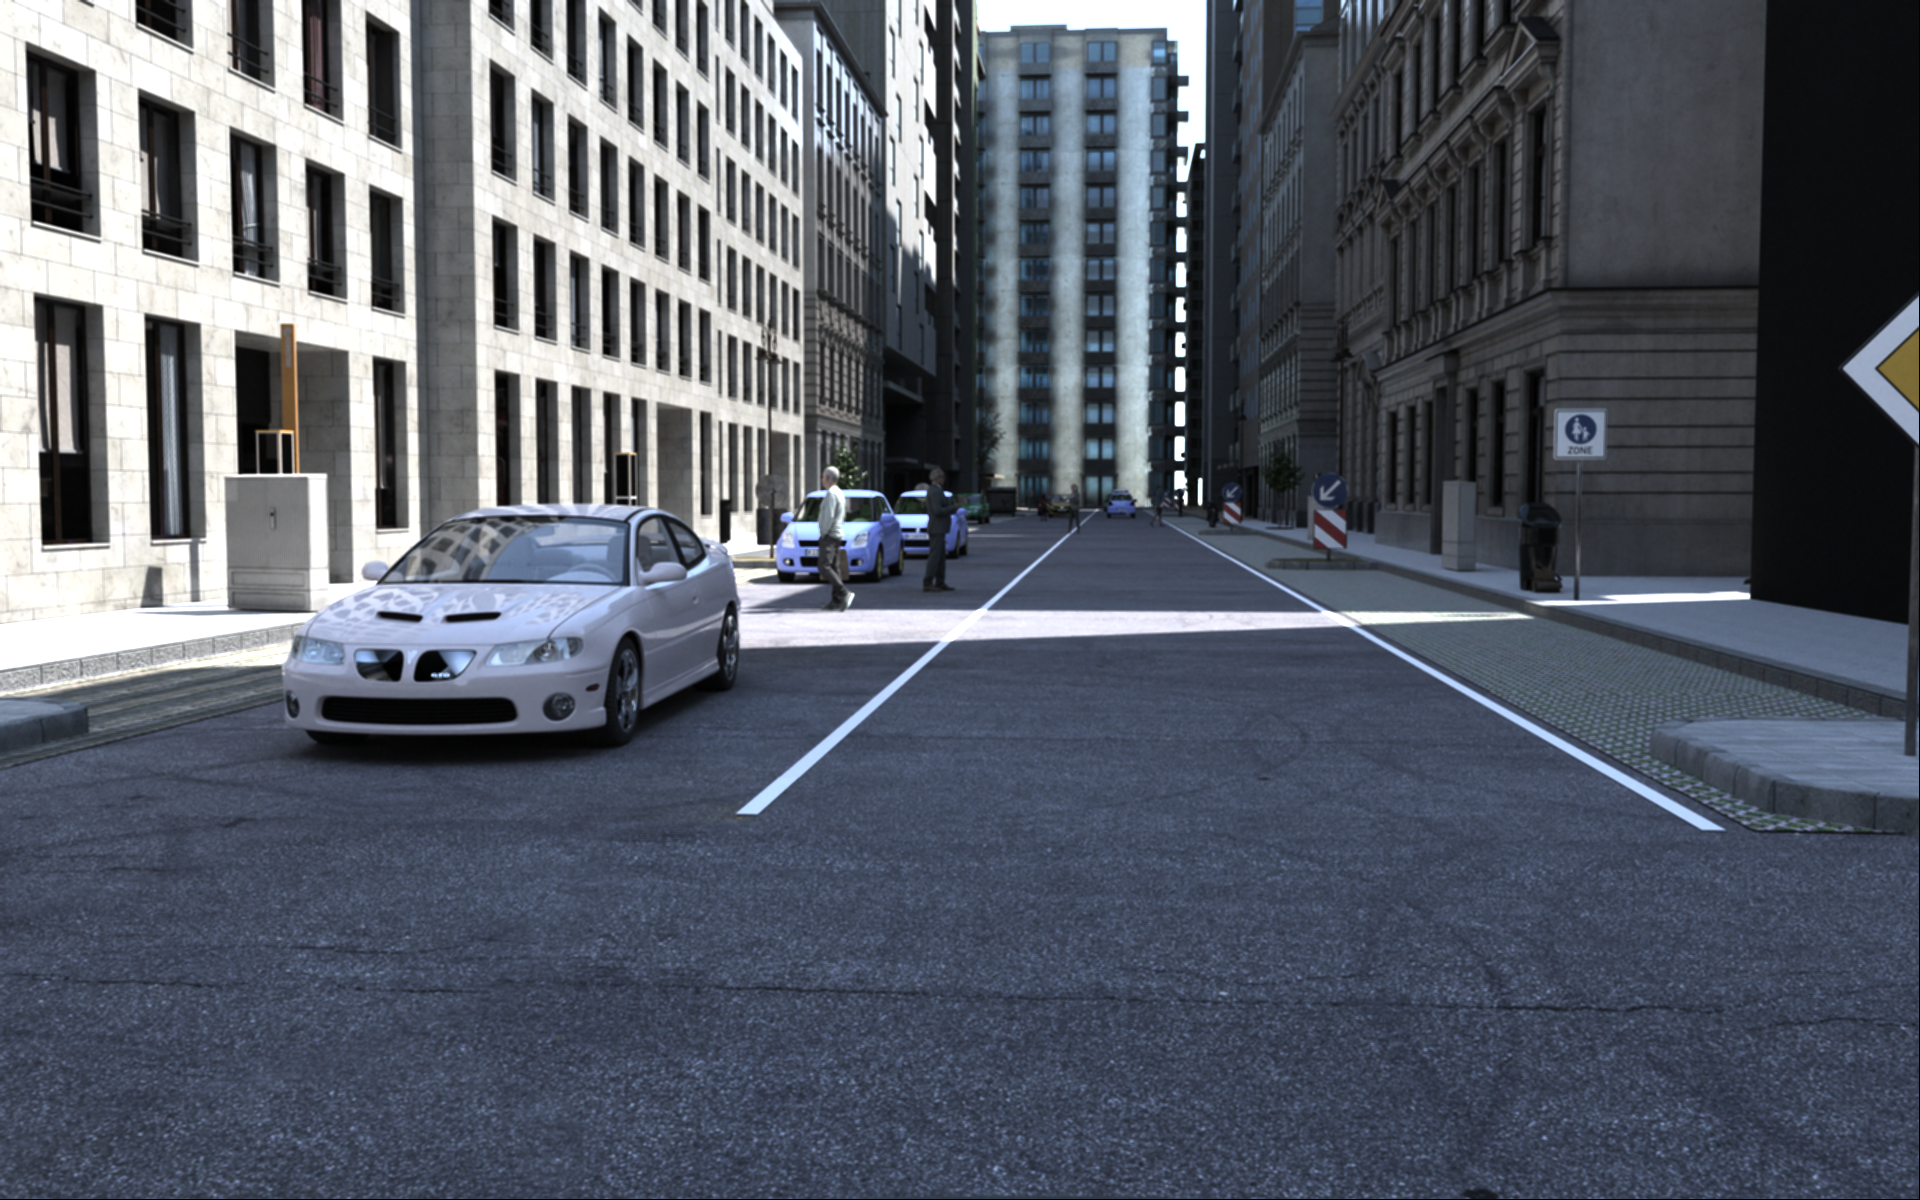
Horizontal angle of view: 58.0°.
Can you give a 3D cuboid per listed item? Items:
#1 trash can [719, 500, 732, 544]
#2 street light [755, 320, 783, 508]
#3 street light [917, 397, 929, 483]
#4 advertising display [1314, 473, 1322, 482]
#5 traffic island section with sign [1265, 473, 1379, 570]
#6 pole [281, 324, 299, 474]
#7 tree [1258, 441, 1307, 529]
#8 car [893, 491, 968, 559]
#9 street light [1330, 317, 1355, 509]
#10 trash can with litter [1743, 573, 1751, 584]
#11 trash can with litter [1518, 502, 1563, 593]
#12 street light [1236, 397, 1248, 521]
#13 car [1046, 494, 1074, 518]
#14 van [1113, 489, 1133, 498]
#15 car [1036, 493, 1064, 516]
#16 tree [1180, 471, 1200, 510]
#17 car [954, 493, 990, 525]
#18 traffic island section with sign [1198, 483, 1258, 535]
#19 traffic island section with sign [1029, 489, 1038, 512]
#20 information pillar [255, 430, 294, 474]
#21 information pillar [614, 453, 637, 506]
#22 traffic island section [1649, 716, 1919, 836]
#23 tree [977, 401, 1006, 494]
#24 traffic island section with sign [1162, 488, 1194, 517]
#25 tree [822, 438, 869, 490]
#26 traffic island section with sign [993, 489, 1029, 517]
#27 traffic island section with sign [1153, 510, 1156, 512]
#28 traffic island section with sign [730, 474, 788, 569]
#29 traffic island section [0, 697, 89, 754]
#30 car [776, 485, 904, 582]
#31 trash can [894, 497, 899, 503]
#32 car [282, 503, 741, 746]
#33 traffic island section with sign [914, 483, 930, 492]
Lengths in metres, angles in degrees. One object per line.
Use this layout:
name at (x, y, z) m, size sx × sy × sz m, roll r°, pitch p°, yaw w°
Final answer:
trash can at (-6.276, -2.044, 45.072) m, size 0.748 × 1.137 × 0.748 m, roll 0°, pitch 3°, yaw 0°
street light at (-5.060, -4.483, 46.079) m, size 0.468 × 5.910 × 1.993 m, roll 0°, pitch 4°, yaw 5°
street light at (-1.742, -6.695, 82.258) m, size 0.468 × 5.910 × 1.993 m, roll 0°, pitch 4°, yaw 5°
advertising display at (11.205, -3.003, 54.315) m, size 0.123 × 1.923 × 0.974 m, roll 0°, pitch 4°, yaw 4°
traffic island section with sign at (6.923, -1.514, 33.384) m, size 1.989 × 1.847 × 2.006 m, roll 0°, pitch 4°, yaw 5°
pole at (-8.061, -1.654, 20.881) m, size 0.158 × 3.312 × 0.155 m, roll 0°, pitch 3°, yaw 0°
tree at (11.902, -4.223, 63.652) m, size 1.663 × 3.219 × 1.824 m, roll 0°, pitch 3°, yaw 0°
car at (-0.768, -1.830, 39.506) m, size 1.945 × 1.707 × 3.694 m, roll 0°, pitch 4°, yaw 5°
street light at (10.009, -4.446, 45.474) m, size 0.468 × 5.910 × 1.993 m, roll 0°, pitch 4°, yaw 5°
trash can with litter at (10.908, -0.707, 22.948) m, size 0.624 × 1.170 × 1.055 m, roll -2°, pitch 4°, yaw -29°
trash can with litter at (7.753, -0.704, 22.898) m, size 0.624 × 1.170 × 1.055 m, roll 0°, pitch 4°, yaw 4°
street light at (13.455, -6.723, 82.710) m, size 0.468 × 5.910 × 1.993 m, roll 0°, pitch 4°, yaw 5°
car at (6.318, -5.898, 106.653) m, size 2.015 × 1.641 × 3.980 m, roll 0°, pitch 4°, yaw 4°
van at (14.249, -8.944, 153.250) m, size 2.013 × 2.044 × 4.112 m, roll 0°, pitch 4°, yaw 7°
car at (6.178, -6.570, 116.465) m, size 2.155 × 1.783 × 4.494 m, roll 0°, pitch 4°, yaw 5°
tree at (19.014, -9.117, 143.661) m, size 1.663 × 3.219 × 1.824 m, roll 0°, pitch 3°, yaw 0°
car at (0.399, -4.505, 82.448) m, size 1.959 × 1.807 × 4.718 m, roll 0°, pitch 4°, yaw 7°
traffic island section with sign at (9.389, -3.191, 60.807) m, size 1.989 × 1.847 × 2.006 m, roll 0°, pitch 4°, yaw 5°
traffic island section with sign at (5.590, -7.892, 137.669) m, size 1.989 × 1.847 × 2.006 m, roll 0°, pitch 4°, yaw 5°
information pillar at (-7.927, -0.954, 20.090) m, size 0.304 × 2.012 × 0.304 m, roll 1°, pitch 4°, yaw 9°
information pillar at (-5.970, -1.619, 30.962) m, size 0.304 × 2.012 × 0.304 m, roll 1°, pitch 4°, yaw 13°
traffic island section at (4.686, 0.842, 8.513) m, size 2.009 × 0.180 × 2.903 m, roll 0°, pitch 4°, yaw 5°
tree at (1.510, -11.241, 134.145) m, size 4.360 × 8.622 × 3.978 m, roll 0°, pitch 3°, yaw 0°
traffic island section with sign at (13.810, -6.197, 109.945) m, size 1.989 × 1.847 × 2.006 m, roll 0°, pitch 4°, yaw 5°
tree at (-3.907, -3.969, 59.496) m, size 1.663 × 3.219 × 1.824 m, roll 0°, pitch 3°, yaw 0°
traffic island section with sign at (3.184, -6.250, 110.821) m, size 1.989 × 1.847 × 2.006 m, roll 0°, pitch 4°, yaw 5°
traffic island section with sign at (16.266, -7.864, 137.207) m, size 1.989 × 1.847 × 2.006 m, roll 0°, pitch 4°, yaw 5°
traffic island section with sign at (-3.735, -1.550, 33.975) m, size 1.989 × 1.847 × 2.006 m, roll 0°, pitch 4°, yaw 5°
traffic island section at (-6.261, 0.782, 9.498) m, size 2.009 × 0.180 × 2.903 m, roll 0°, pitch 4°, yaw 5°
car at (-1.994, -1.205, 29.299) m, size 1.945 × 1.707 × 3.694 m, roll 0°, pitch 4°, yaw 6°
trash can at (-2.804, -4.390, 83.423) m, size 0.748 × 1.137 × 0.748 m, roll 0°, pitch 3°, yaw 0°
car at (-2.693, 0.059, 11.405) m, size 2.083 × 1.381 × 4.827 m, roll 0°, pitch 4°, yaw 5°
traffic island section with sign at (-1.289, -3.207, 61.063) m, size 1.989 × 1.847 × 2.006 m, roll 0°, pitch 4°, yaw 5°
